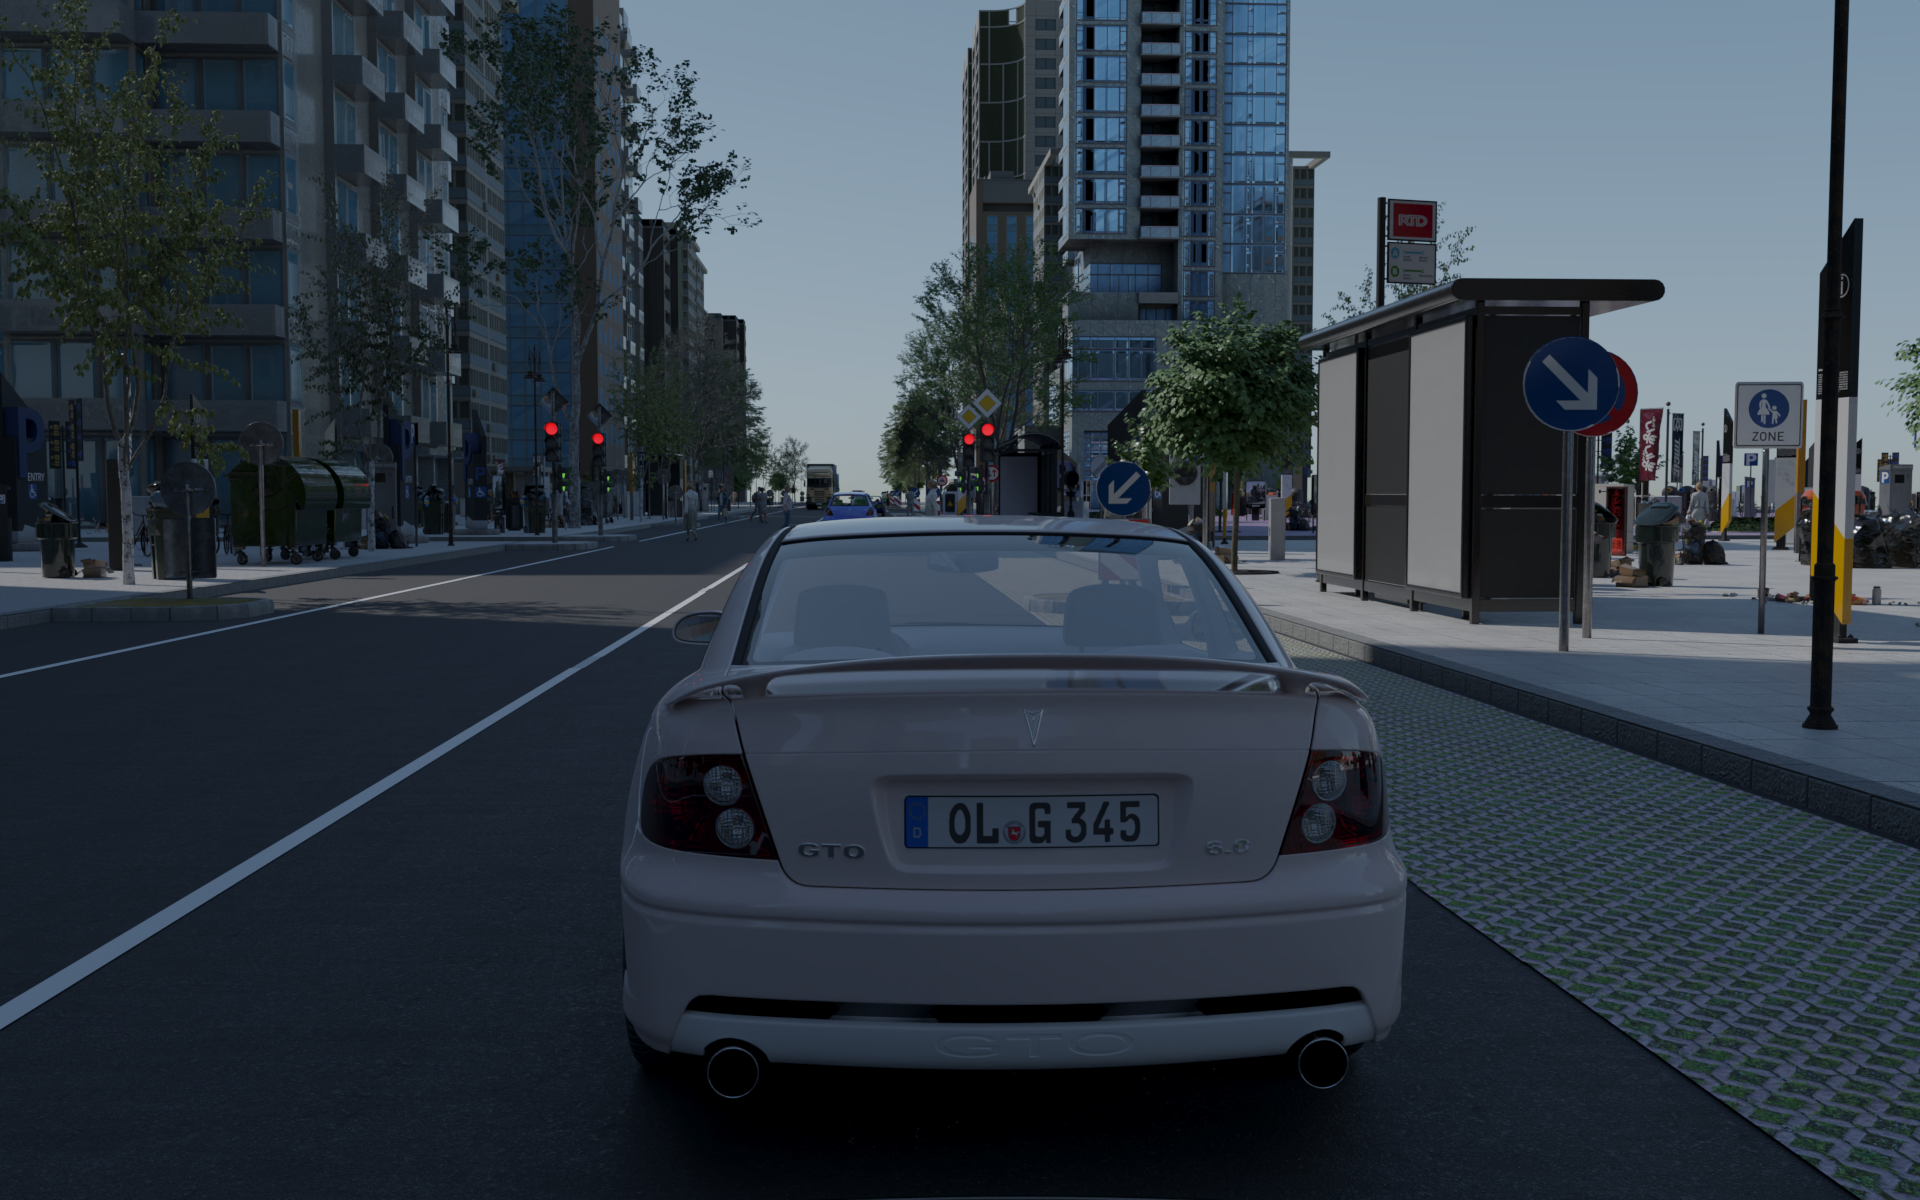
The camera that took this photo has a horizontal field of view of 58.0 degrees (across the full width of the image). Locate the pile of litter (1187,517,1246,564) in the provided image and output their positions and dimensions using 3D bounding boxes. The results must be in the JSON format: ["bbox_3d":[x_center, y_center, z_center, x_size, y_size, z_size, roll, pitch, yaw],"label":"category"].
[{"bbox_3d":[4.646,-1.112,32.144,1.719,0.858,1.176,-2,4,-27],"label":"pile of litter"}]

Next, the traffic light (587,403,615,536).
[{"bbox_3d":[-11.089,-3.945,53.426,0.839,4.253,0.868,0,4,-3],"label":"traffic light"}]

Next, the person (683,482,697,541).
[{"bbox_3d":[-8.250,-2.717,53.155,0.478,1.798,0.641,-2,4,-27],"label":"person"}]

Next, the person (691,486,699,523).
[{"bbox_3d":[-12.404,-4.411,80.850,0.478,1.798,0.641,-3,4,-36],"label":"person"}]

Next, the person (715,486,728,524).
[{"bbox_3d":[-11.300,-4.528,82.521,0.794,1.824,0.713,2,4,33],"label":"person"}]

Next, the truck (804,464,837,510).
[{"bbox_3d":[-12.928,-10.569,161.713,2.839,4.237,11.283,0,4,-2],"label":"truck"}]

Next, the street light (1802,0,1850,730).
[{"bbox_3d":[4.715,-2.234,9.317,0.468,5.910,1.993,0,4,-3],"label":"street light"}]

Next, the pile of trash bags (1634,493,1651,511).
[{"bbox_3d":[43.543,-6.356,113.676,3.447,1.369,1.912,1,4,18],"label":"pile of trash bags"}]

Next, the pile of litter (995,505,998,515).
[{"bbox_3d":[2.912,-6.735,124.078,1.176,0.858,1.719,2,4,29],"label":"pile of litter"}]

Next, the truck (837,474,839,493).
[{"bbox_3d":[-17.750,-14.938,233.141,2.839,4.237,11.283,0,4,-1],"label":"truck"}]

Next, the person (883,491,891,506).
[{"bbox_3d":[-8.005,-11.161,190.995,0.705,1.823,1.348,3,5,39],"label":"person"}]

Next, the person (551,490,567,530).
[{"bbox_3d":[-13.896,-3.253,59.983,0.466,1.731,0.760,1,4,15],"label":"person"}]

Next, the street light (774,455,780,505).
[{"bbox_3d":[-21.566,-14.017,201.969,0.468,5.910,1.993,0,4,-3],"label":"street light"}]

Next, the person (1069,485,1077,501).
[{"bbox_3d":[4.449,-3.893,69.904,0.699,1.804,1.509,2,4,24],"label":"person"}]

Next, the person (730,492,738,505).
[{"bbox_3d":[-25.768,-11.727,197.773,0.705,1.824,1.348,2,4,29],"label":"person"}]

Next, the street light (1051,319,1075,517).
[{"bbox_3d":[2.721,-4.469,45.853,0.468,5.910,1.993,0,4,-3],"label":"street light"}]

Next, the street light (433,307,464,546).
[{"bbox_3d":[-12.608,-4.278,42.726,0.468,5.910,1.993,0,4,-3],"label":"street light"}]

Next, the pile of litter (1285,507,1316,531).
[{"bbox_3d":[11.816,-2.868,60.860,1.176,0.858,1.719,-3,5,-44],"label":"pile of litter"}]

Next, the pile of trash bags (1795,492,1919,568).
[{"bbox_3d":[16.131,-1.325,31.421,1.912,1.369,3.447,0,4,1],"label":"pile of trash bags"}]

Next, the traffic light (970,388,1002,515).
[{"bbox_3d":[0.702,-3.497,46.104,0.839,4.253,0.868,0,4,-3],"label":"traffic light"}]

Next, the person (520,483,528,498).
[{"bbox_3d":[-21.419,-4.831,85.206,0.592,1.802,0.473,-2,4,-32],"label":"person"}]

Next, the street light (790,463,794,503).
[{"bbox_3d":[-24.178,-16.942,249.793,0.468,5.910,1.993,0,4,-3],"label":"street light"}]

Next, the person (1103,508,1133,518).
[{"bbox_3d":[2.286,-0.975,24.425,0.713,1.824,0.794,0,4,-5],"label":"person"}]

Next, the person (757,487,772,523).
[{"bbox_3d":[-9.658,-4.690,85.532,0.716,1.782,0.532,-1,4,-13],"label":"person"}]

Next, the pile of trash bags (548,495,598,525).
[{"bbox_3d":[-15.923,-3.716,70.501,1.912,1.369,3.447,0,4,4],"label":"pile of trash bags"}]

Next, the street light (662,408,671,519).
[{"bbox_3d":[-15.255,-7.156,89.782,0.468,5.910,1.993,0,4,-3],"label":"street light"}]

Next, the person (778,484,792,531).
[{"bbox_3d":[-5.649,-2.835,55.521,0.598,1.740,0.731,-1,4,-21],"label":"person"}]

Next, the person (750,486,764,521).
[{"bbox_3d":[-10.672,-5.072,91.386,0.822,1.834,0.622,2,4,32],"label":"person"}]

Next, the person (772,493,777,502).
[{"bbox_3d":[-27.893,-15.393,258.436,1.217,1.735,0.721,-1,4,-16],"label":"person"}]

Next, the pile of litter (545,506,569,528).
[{"bbox_3d":[-15.374,-3.184,66.019,1.176,0.858,1.719,0,4,-5],"label":"pile of litter"}]

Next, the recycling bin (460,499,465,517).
[{"bbox_3d":[-27.409,-5.148,96.718,0.722,1.027,0.722,1,4,15],"label":"recycling bin"}]

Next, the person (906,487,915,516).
[{"bbox_3d":[-2.762,-5.340,95.995,0.511,1.800,0.466,-1,4,-15],"label":"person"}]

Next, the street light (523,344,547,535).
[{"bbox_3d":[-13.128,-4.942,53.592,0.468,5.910,1.993,0,4,-3],"label":"street light"}]

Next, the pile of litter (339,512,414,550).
[{"bbox_3d":[-13.687,-1.629,40.603,1.719,0.858,1.176,-1,4,-19],"label":"pile of litter"}]

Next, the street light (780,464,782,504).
[{"bbox_3d":[-22.159,-14.705,213.221,0.468,5.910,1.993,0,4,-3],"label":"street light"}]

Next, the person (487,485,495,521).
[{"bbox_3d":[-21.859,-4.569,81.099,0.532,1.782,0.716,3,5,40],"label":"person"}]

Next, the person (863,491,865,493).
[{"bbox_3d":[-11.296,-11.849,202.102,0.599,1.838,0.709,-2,4,-30],"label":"person"}]

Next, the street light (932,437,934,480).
[{"bbox_3d":[-2.055,-9.756,132.302,0.468,5.910,1.993,0,4,-3],"label":"street light"}]

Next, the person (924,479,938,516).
[{"bbox_3d":[-0.633,-2.069,42.559,0.641,1.798,0.478,1,4,10],"label":"person"}]

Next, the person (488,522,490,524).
[{"bbox_3d":[-20.762,-4.235,75.191,0.836,1.842,0.656,-3,4,-37],"label":"person"}]

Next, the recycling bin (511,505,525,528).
[{"bbox_3d":[-16.222,-3.163,64.269,0.722,1.027,0.722,2,4,27],"label":"recycling bin"}]

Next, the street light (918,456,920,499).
[{"bbox_3d":[-4.001,-12.006,169.085,0.468,5.910,1.993,0,4,-3],"label":"street light"}]

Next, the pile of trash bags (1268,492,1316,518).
[{"bbox_3d":[18.104,-5.191,94.620,1.912,1.369,3.447,-3,4,-37],"label":"pile of trash bags"}]

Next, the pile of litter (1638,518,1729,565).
[{"bbox_3d":[13.252,-1.085,31.706,1.719,0.858,1.176,0,4,6],"label":"pile of litter"}]

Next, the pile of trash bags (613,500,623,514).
[{"bbox_3d":[-22.552,-6.072,109.033,3.447,1.369,1.912,-3,4,-38],"label":"pile of trash bags"}]

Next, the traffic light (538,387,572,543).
[{"bbox_3d":[-10.641,-3.458,45.453,0.839,4.253,0.868,0,4,-3],"label":"traffic light"}]

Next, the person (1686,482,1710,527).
[{"bbox_3d":[21.591,-2.559,50.698,0.694,1.780,0.624,2,4,27],"label":"person"}]

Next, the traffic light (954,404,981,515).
[{"bbox_3d":[0.254,-3.985,54.077,0.839,4.253,0.868,0,4,-3],"label":"traffic light"}]

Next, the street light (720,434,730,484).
[{"bbox_3d":[-17.495,-9.634,130.298,0.468,5.910,1.993,0,4,-3],"label":"street light"}]

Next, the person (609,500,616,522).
[{"bbox_3d":[-15.959,-4.204,79.446,0.373,1.253,0.362,3,4,39],"label":"person"}]
